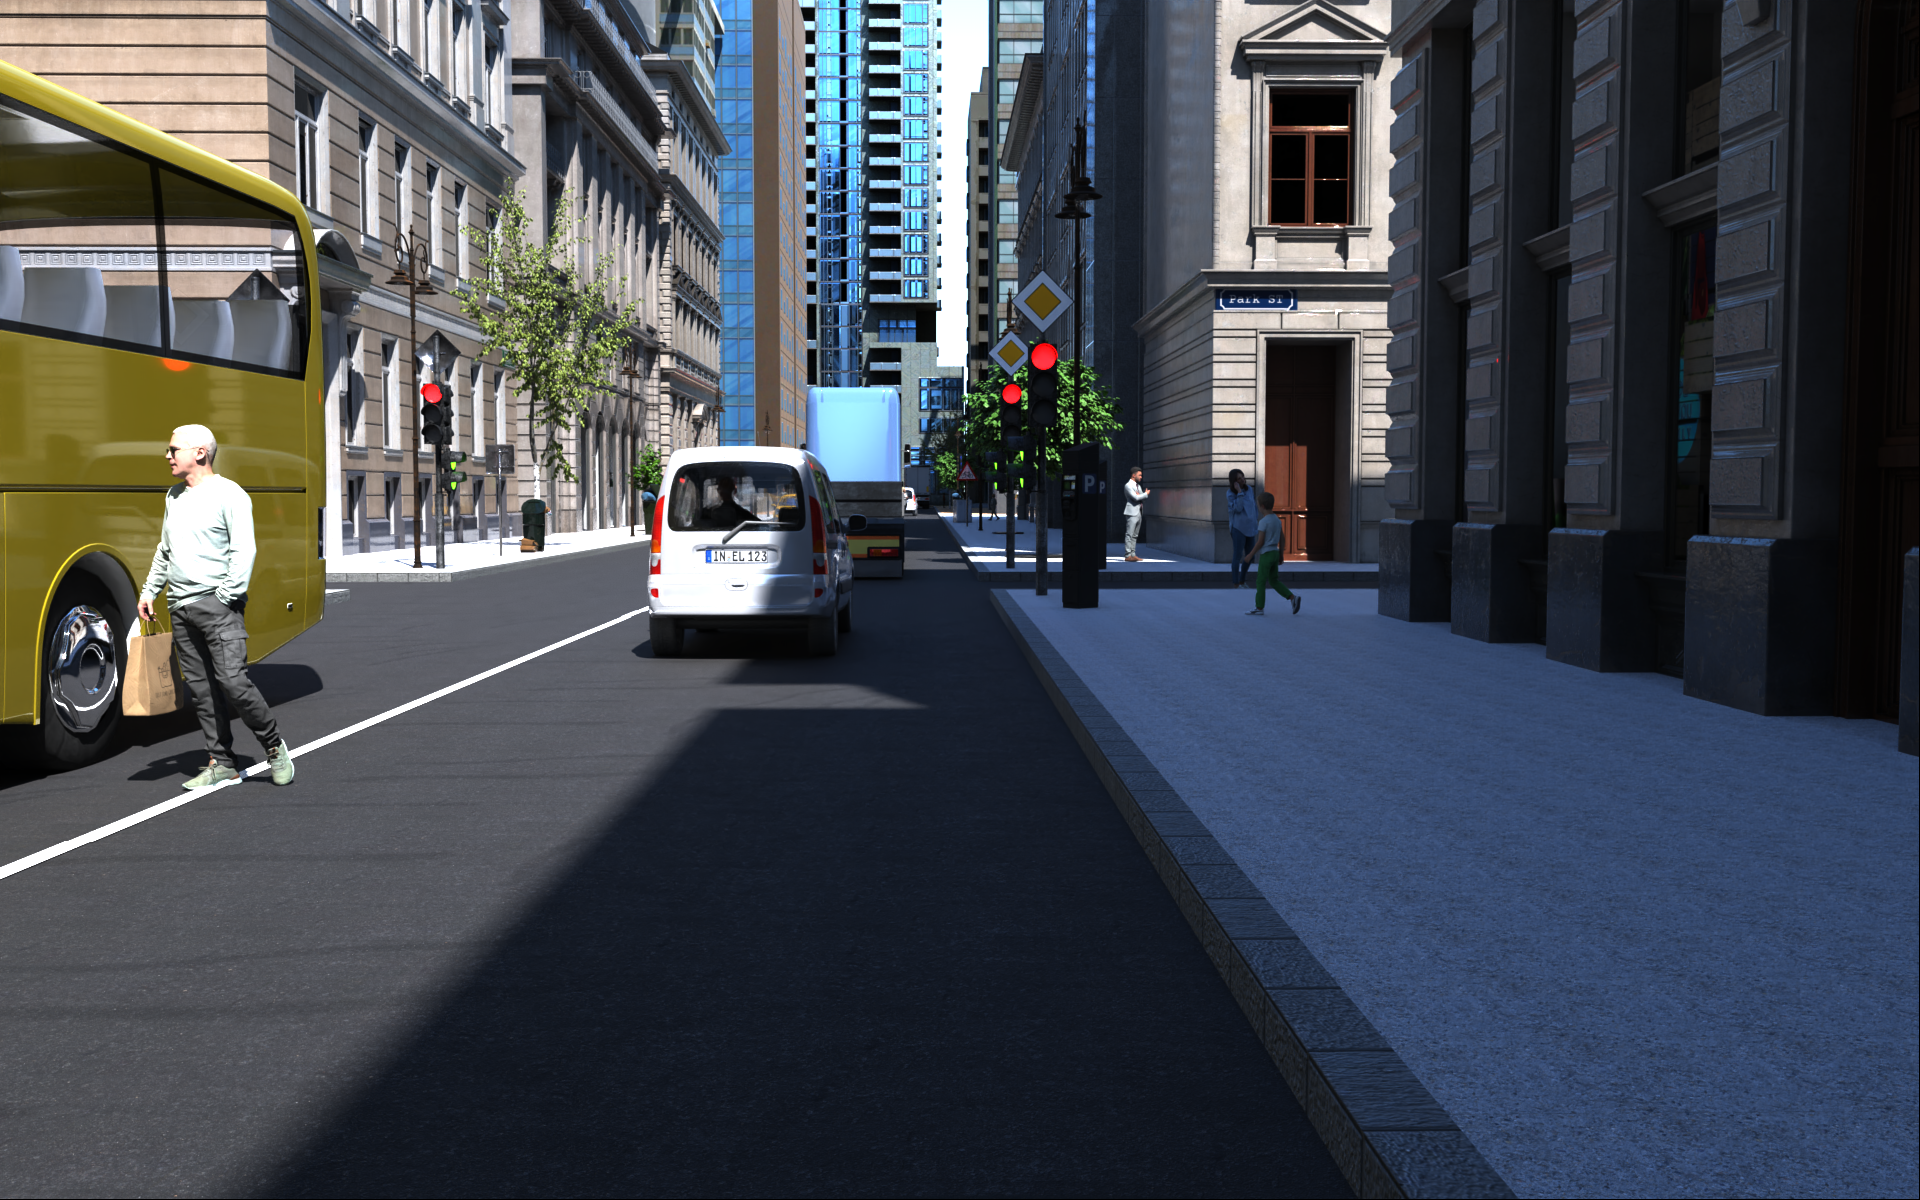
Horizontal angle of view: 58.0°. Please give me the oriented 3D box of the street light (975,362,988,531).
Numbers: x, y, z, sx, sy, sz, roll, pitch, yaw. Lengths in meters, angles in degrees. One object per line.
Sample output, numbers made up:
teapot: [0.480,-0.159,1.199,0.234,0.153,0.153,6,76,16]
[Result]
street light: [0.729,-5.385,60.829,0.468,5.910,1.993,0,4,-1]

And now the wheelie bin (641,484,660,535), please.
wheelie bin: [-9.607,-2.845,54.421,0.693,1.594,0.980,1,4,14]

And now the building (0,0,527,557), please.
building: [-19.114,-15.609,41.116,13.634,28.700,20.117,0,4,-1]

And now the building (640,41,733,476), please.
building: [-17.797,-15.693,85.452,11.050,23.489,19.941,0,4,-1]

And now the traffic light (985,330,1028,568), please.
traffic light: [0.855,-2.503,29.839,0.839,4.253,0.868,0,4,-1]

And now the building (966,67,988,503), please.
building: [11.465,-35.292,200.724,21.600,48.544,21.300,0,4,-1]

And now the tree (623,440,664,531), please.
tree: [-10.678,-4.017,60.273,1.663,3.219,1.824,0,3,0]

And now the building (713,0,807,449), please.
building: [-20.690,-30.581,150.102,14.600,45.320,14.200,0,4,-1]

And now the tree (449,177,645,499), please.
tree: [-9.870,-5.557,41.216,4.737,8.622,4.395,0,3,0]

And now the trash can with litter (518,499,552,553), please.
trash can with litter: [-9.398,-1.643,38.253,0.624,1.170,1.055,0,4,-5]

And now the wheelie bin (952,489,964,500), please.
wheelie bin: [-0.138,-5.591,99.326,0.693,1.594,0.980,0,4,-3]

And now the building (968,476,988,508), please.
building: [16.698,-29.038,166.659,32.217,40.220,23.993,0,4,-1]

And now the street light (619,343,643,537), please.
street light: [-9.849,-4.840,51.930,0.468,5.910,1.993,0,4,-1]

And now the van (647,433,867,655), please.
van: [-1.930,-0.596,16.752,2.013,2.044,4.112,0,4,-1]

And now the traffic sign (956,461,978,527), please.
traffic sign: [0.285,-4.172,68.214,0.884,2.594,0.081,0,4,5]

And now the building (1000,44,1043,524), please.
building: [7.286,-14.324,85.112,10.553,20.767,40.483,0,4,-1]

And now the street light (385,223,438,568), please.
street light: [-9.405,-3.491,29.860,0.468,5.910,1.993,0,4,-1]

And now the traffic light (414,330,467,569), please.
traffic light: [-8.904,-2.490,29.626,0.839,4.253,0.868,0,4,-1]

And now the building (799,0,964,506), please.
building: [-15.218,-54.260,199.816,31.000,86.520,22.319,0,4,-1]

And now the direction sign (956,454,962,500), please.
direction sign: [-0.047,-6.441,97.310,0.379,3.537,0.876,1,4,19]

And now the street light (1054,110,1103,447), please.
street light: [1.448,-2.974,21.413,0.468,5.910,1.993,0,4,-1]

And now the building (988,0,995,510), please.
building: [12.756,-36.512,138.969,21.231,58.520,28.212,0,4,-1]

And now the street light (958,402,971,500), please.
street light: [0.258,-6.727,82.773,0.468,5.910,1.993,0,4,-1]

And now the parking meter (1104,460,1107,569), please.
parking meter: [2.304,-1.454,29.488,0.255,1.863,0.399,3,4,36]

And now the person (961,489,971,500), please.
person: [0.312,-7.751,133.493,1.217,1.735,0.721,3,4,38]

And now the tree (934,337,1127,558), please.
tree: [1.669,-3.141,35.064,4.285,4.588,4.351,0,3,0]

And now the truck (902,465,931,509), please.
truck: [-4.310,-11.195,171.959,2.839,4.237,11.283,0,4,-3]

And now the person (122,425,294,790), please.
person: [-3.720,0.030,8.495,0.782,1.767,0.515,2,4,24]

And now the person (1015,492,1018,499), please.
person: [3.917,-6.320,110.112,1.217,1.736,0.721,-3,5,-43]

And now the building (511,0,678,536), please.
building: [-18.674,-13.561,63.521,13.314,21.916,24.055,0,4,-1]

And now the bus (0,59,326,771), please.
bus: [-5.763,-0.893,6.140,2.896,3.916,12.252,0,4,0]

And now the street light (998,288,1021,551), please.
street light: [1.105,-4.048,38.972,0.468,5.910,1.993,0,4,-1]

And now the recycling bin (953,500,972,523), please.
recycling bin: [0.110,-4.012,78.144,0.722,1.027,0.722,-1,4,-15]

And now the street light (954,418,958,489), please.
street light: [-0.140,-8.064,104.630,0.468,5.910,1.993,0,4,-1]

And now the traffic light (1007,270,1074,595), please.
traffic light: [1.017,-2.014,21.855,0.839,4.253,0.868,0,4,-1]

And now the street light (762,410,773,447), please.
street light: [-10.620,-7.516,95.669,0.468,5.910,1.993,0,4,-1]

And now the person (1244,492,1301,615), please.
person: [3.308,-0.490,18.307,0.590,1.304,0.306,1,4,23]

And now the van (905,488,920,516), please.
van: [-3.656,-6.539,113.924,2.013,2.044,4.112,0,3,0]

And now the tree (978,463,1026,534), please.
tree: [1.657,-3.741,55.760,1.663,3.219,1.824,0,3,0]

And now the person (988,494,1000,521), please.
person: [1.626,-4.500,83.887,0.640,1.303,0.475,1,4,16]

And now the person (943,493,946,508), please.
person: [-1.466,-9.359,162.326,0.557,1.426,1.065,0,4,5]

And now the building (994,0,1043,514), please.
building: [9.278,-26.548,117.659,14.154,41.232,14.086,0,4,-1]

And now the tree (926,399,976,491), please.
tree: [-0.241,-10.942,129.267,4.360,8.622,3.978,0,3,0]

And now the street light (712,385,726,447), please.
street light: [-10.263,-6.179,73.811,0.468,5.910,1.993,0,4,-1]

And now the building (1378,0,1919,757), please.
building: [9.443,-10.998,8.693,11.050,23.489,19.941,0,4,-1]

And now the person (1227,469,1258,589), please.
person: [4.057,-0.991,24.971,0.793,1.790,0.793,1,4,15]

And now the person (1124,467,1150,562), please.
person: [3.371,-1.637,32.987,0.466,1.800,0.511,1,4,16]

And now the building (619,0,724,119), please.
building: [-29.429,-25.970,116.499,32.217,40.220,23.993,0,4,-1]

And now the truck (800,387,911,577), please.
truck: [-2.481,-2.948,37.959,2.967,4.110,18.799,0,4,-2]

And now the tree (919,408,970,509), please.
tree: [-1.083,-12.037,147.172,4.737,8.622,4.395,0,3,0]

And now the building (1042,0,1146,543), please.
building: [9.269,-14.461,54.460,12.078,24.808,19.932,0,4,-1]

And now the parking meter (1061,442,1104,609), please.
parking meter: [1.353,-0.844,19.505,0.399,1.863,0.255,-3,5,-42]

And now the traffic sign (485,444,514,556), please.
traffic sign: [-9.487,-2.056,35.742,0.606,2.300,0.079,0,4,5]

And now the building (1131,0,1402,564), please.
building: [14.331,-12.248,36.410,21.152,22.565,11.583,0,4,-1]

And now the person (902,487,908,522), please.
person: [-2.812,-4.896,88.739,0.537,1.800,0.526,-3,5,-44]
